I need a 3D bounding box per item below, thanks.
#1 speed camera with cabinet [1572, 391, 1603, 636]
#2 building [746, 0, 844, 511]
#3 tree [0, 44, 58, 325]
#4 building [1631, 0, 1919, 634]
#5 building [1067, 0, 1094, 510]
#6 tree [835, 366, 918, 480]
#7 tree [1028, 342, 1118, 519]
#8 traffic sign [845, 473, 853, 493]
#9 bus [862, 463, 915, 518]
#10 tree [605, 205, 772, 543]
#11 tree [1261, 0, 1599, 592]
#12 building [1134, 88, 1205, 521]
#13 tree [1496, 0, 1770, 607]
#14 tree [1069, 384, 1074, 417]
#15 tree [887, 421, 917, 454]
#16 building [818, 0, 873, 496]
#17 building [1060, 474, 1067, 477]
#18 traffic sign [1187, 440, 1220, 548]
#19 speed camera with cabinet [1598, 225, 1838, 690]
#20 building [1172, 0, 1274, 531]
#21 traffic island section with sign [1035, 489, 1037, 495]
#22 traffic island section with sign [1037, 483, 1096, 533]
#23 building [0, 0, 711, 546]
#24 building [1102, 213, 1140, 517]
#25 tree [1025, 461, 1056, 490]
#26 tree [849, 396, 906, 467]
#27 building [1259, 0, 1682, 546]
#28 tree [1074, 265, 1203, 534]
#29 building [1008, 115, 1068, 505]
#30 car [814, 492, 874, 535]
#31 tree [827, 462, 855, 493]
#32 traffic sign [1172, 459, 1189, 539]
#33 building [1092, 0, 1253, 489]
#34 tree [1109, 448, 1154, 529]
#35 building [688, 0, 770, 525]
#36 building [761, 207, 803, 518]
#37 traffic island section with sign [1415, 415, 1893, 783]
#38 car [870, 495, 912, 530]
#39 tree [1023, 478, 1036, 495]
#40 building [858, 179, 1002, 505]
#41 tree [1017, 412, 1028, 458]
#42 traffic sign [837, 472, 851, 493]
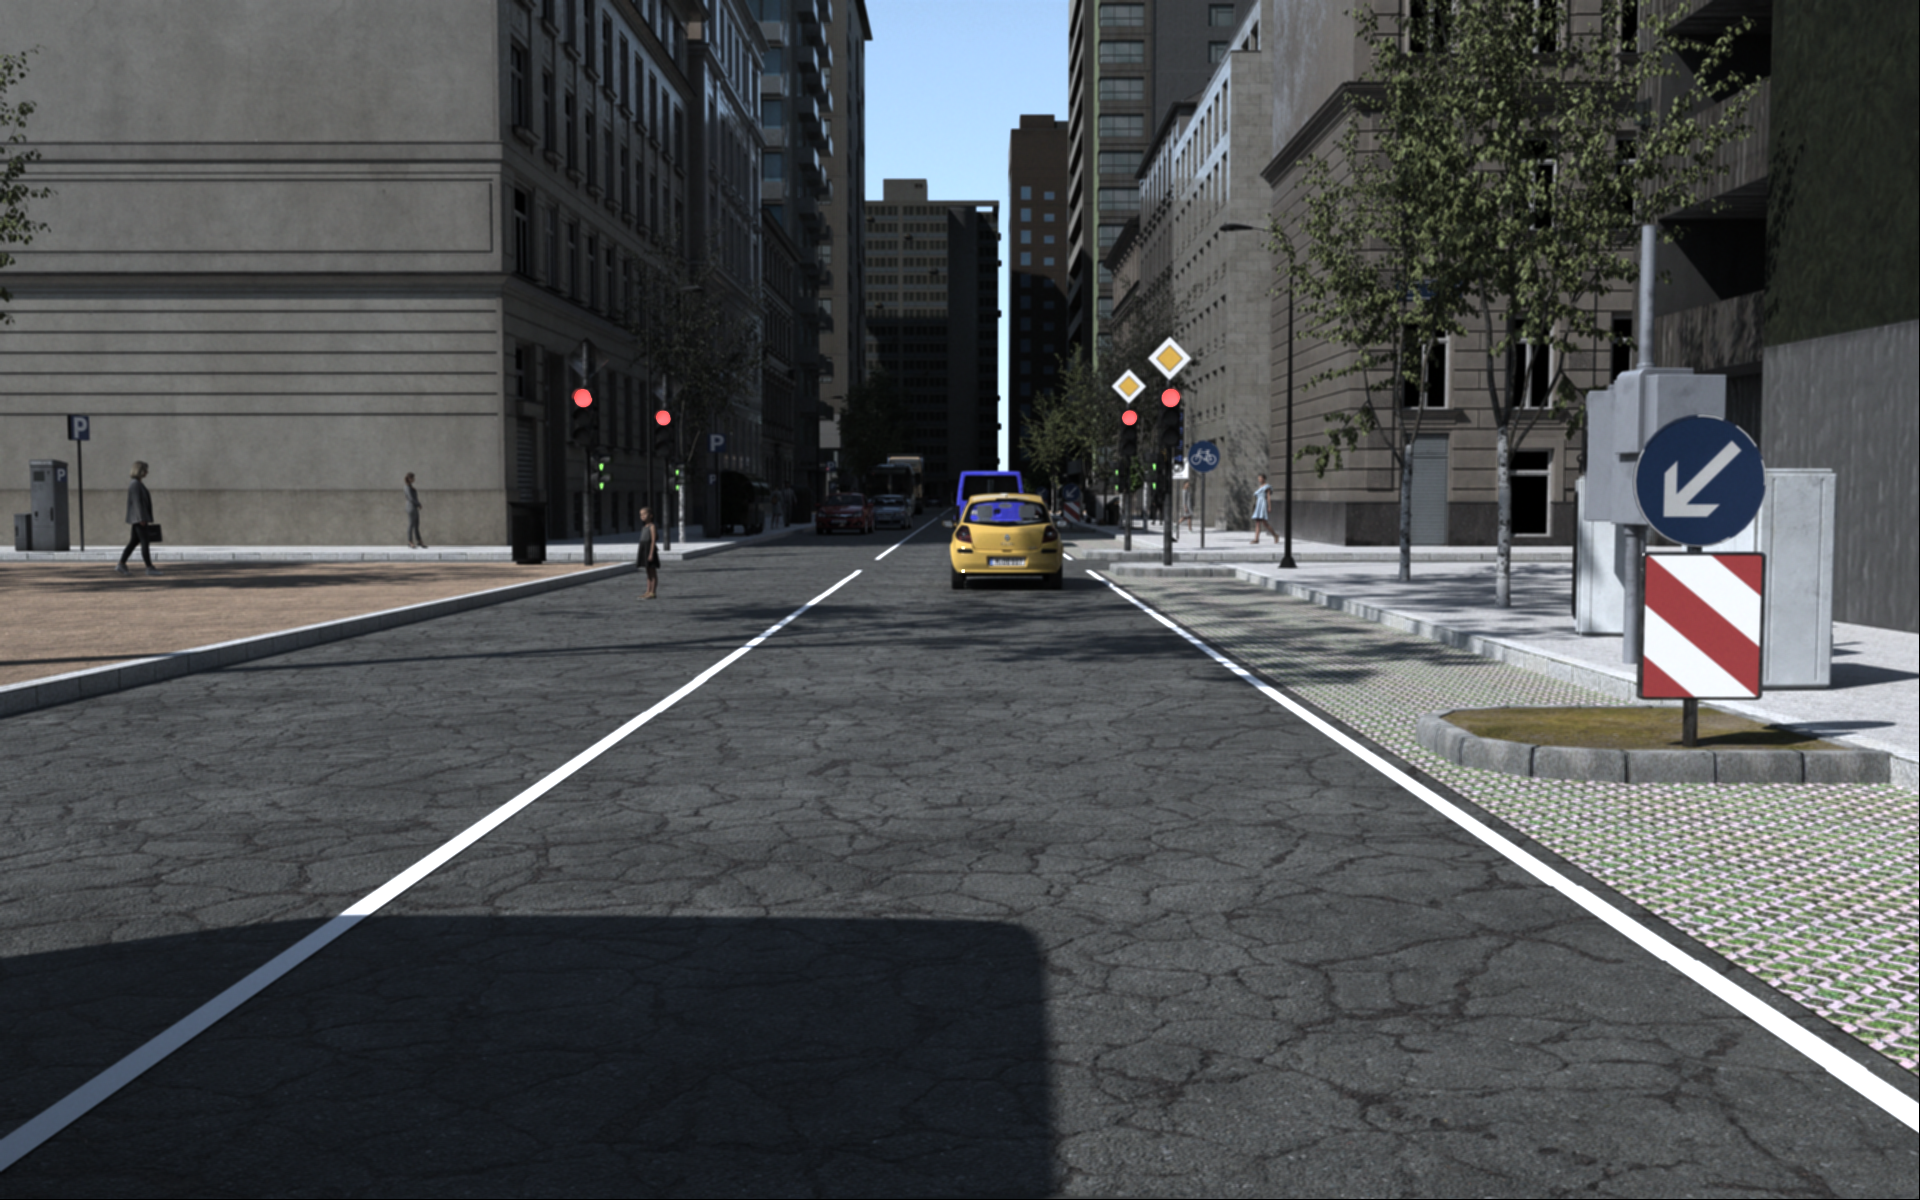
[{"bbox_3d":[5.818,-1.290,15.420,0.660,3.252,2.038,1,4,17],"label":"speed camera with cabinet"},{"bbox_3d":[-21.245,-31.176,129.343,23.786,49.044,30.456,0,4,0],"label":"building"},{"bbox_3d":[-13.997,-4.389,22.127,4.737,8.622,4.395,0,3,0],"label":"tree"},{"bbox_3d":[15.848,-15.205,20.304,14.160,30.474,14.107,0,4,0],"label":"building"},{"bbox_3d":[20.293,-31.901,145.288,21.300,48.544,21.600,0,4,0],"label":"building"},{"bbox_3d":[-7.346,-14.371,153.085,7.486,12.596,7.792,0,3,0],"label":"tree"},{"bbox_3d":[6.138,-8.117,83.074,4.737,8.622,4.395,0,3,0],"label":"tree"},{"bbox_3d":[-6.693,-6.262,102.483,0.768,2.556,0.104,0,4,5],"label":"traffic sign"},{"bbox_3d":[-4.034,-6.561,102.129,2.948,3.499,13.247,0,4,-1],"label":"bus"},{"bbox_3d":[-7.063,-5.806,45.291,4.360,8.622,3.978,0,3,0],"label":"tree"},{"bbox_3d":[6.591,-4.605,25.657,4.737,8.622,4.395,0,3,0],"label":"tree"},{"bbox_3d":[14.297,-14.471,85.746,9.793,20.994,18.267,0,4,0],"label":"building"},{"bbox_3d":[6.250,-4.211,19.212,4.737,8.622,4.395,0,3,0],"label":"tree"},{"bbox_3d":[6.298,-7.176,67.694,4.360,8.622,3.978,0,3,0],"label":"tree"},{"bbox_3d":[-6.373,-13.818,176.290,4.360,8.622,3.978,0,3,0],"label":"tree"},{"bbox_3d":[-23.186,-35.656,172.212,27.495,52.752,28.713,0,4,0],"label":"building"},{"bbox_3d":[22.287,-33.739,171.240,23.786,49.044,30.456,0,4,0],"label":"building"},{"bbox_3d":[5.785,-2.515,41.225,0.768,2.556,0.104,0,4,1],"label":"traffic sign"},{"bbox_3d":[5.335,-1.092,12.198,0.660,3.252,2.038,0,4,-6],"label":"speed camera with cabinet"},{"bbox_3d":[14.525,-13.045,68.029,10.420,20.320,16.860,0,4,0],"label":"building"},{"bbox_3d":[4.153,-5.044,91.098,1.989,1.847,2.006,0,4,0],"label":"traffic island section with sign"},{"bbox_3d":[3.974,-3.395,64.143,1.989,1.847,2.006,0,4,0],"label":"traffic island section with sign"},{"bbox_3d":[-18.305,-13.633,56.185,16.112,22.955,30.059,0,4,0],"label":"building"},{"bbox_3d":[14.565,-14.674,104.543,10.561,19.102,19.286,0,4,0],"label":"building"},{"bbox_3d":[7.612,-10.953,162.799,4.285,4.588,4.351,0,3,0],"label":"tree"},{"bbox_3d":[-6.252,-11.033,130.753,4.737,8.622,4.395,0,3,0],"label":"tree"},{"bbox_3d":[21.596,-15.283,47.136,25.104,27.353,12.463,0,4,0],"label":"building"},{"bbox_3d":[5.999,-6.481,56.325,4.360,8.622,3.978,0,3,0],"label":"tree"},{"bbox_3d":[13.029,-34.103,207.698,14.200,45.320,14.600,0,4,0],"label":"building"},{"bbox_3d":[-4.134,-3.272,62.545,2.155,1.783,4.494,0,4,2],"label":"car"},{"bbox_3d":[-7.133,-6.681,103.842,1.663,3.219,1.824,0,3,0],"label":"tree"},{"bbox_3d":[6.172,-2.868,49.029,0.606,2.300,0.079,0,4,2],"label":"traffic sign"},{"bbox_3d":[16.742,-27.164,127.726,14.154,41.232,14.086,0,4,0],"label":"building"},{"bbox_3d":[6.199,-4.216,63.532,1.663,3.219,1.824,0,3,0],"label":"tree"},{"bbox_3d":[-16.619,-18.051,81.039,13.634,28.700,20.117,0,4,0],"label":"building"},{"bbox_3d":[-15.302,-14.456,100.988,10.561,19.102,19.286,0,4,0],"label":"building"},{"bbox_3d":[3.607,-0.051,9.463,1.989,1.847,2.006,0,4,0],"label":"traffic island section with sign"},{"bbox_3d":[-2.947,-3.626,71.291,2.014,1.417,4.499,0,4,2],"label":"car"},{"bbox_3d":[7.453,-11.215,177.959,1.663,3.219,1.824,0,3,0],"label":"tree"},{"bbox_3d":[-6.869,-32.068,216.198,23.993,40.220,32.217,0,4,0],"label":"building"},{"bbox_3d":[6.308,-10.430,120.896,4.737,8.622,4.395,0,3,0],"label":"tree"},{"bbox_3d":[-6.802,-6.175,100.961,0.884,2.594,0.081,0,4,6],"label":"traffic sign"}]
